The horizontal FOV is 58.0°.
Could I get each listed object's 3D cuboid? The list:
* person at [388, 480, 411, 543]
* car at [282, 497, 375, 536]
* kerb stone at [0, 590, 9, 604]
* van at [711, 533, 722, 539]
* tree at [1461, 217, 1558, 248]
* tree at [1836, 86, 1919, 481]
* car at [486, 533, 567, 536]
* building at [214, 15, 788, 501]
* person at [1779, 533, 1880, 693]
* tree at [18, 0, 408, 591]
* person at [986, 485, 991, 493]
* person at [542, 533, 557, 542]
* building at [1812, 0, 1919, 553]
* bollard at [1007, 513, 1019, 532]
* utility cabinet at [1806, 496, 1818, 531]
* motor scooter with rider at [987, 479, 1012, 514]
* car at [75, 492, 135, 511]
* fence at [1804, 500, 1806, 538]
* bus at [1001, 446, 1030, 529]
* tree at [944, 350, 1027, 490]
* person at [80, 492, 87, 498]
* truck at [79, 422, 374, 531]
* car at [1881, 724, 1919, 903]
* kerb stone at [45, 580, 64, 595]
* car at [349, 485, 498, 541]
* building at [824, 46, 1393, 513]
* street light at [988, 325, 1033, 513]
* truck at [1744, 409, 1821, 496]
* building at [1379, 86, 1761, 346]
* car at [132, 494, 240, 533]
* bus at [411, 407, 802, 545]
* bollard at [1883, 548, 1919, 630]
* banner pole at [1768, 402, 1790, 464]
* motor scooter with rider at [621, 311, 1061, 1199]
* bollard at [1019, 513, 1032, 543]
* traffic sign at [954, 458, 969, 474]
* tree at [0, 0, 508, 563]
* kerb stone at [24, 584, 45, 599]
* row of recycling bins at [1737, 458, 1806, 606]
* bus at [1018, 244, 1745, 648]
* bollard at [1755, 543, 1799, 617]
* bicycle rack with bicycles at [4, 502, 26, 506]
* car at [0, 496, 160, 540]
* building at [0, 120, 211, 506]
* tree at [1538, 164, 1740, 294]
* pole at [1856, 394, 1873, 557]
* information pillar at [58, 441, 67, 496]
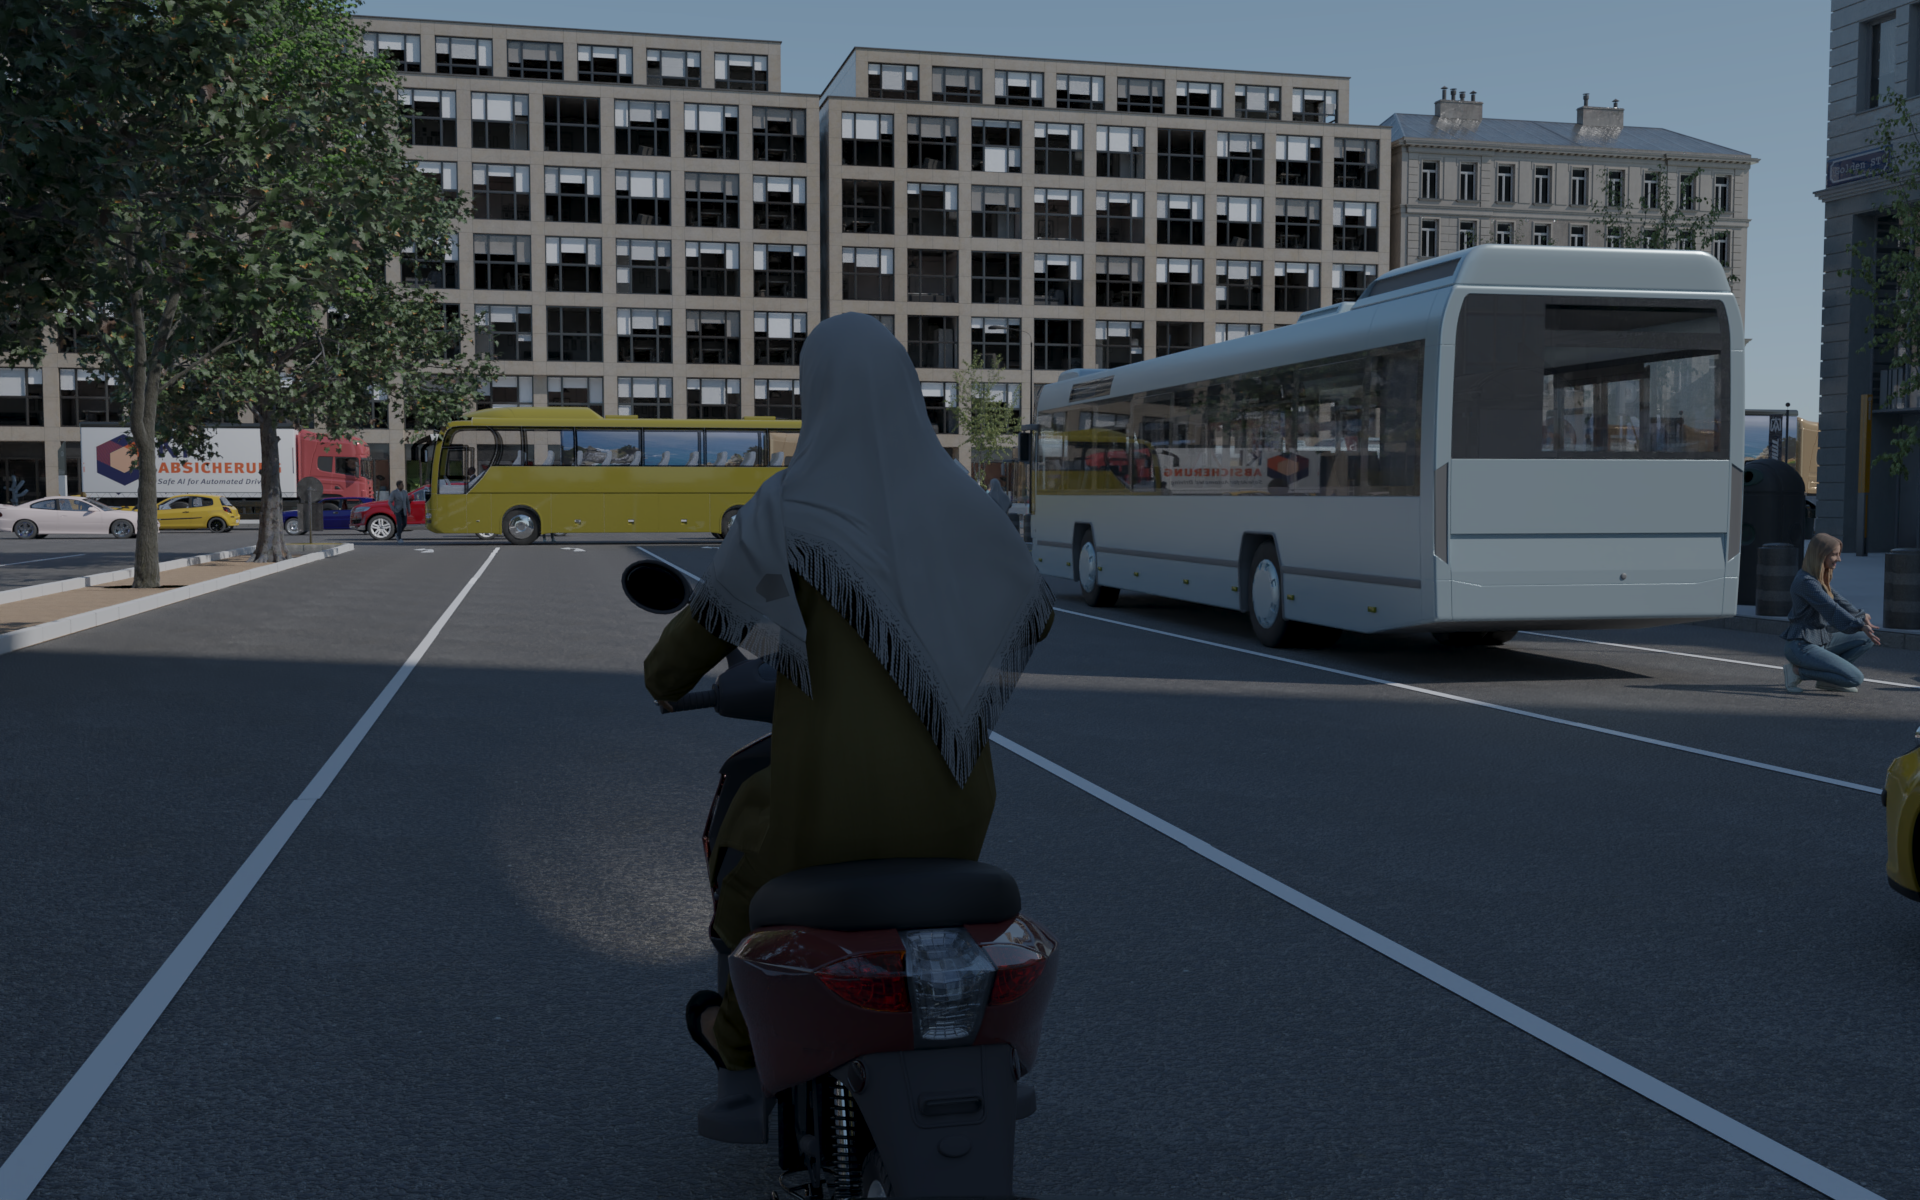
[{"bbox_3d":[-16.477,-2.599,50.835,0.795,1.843,0.661,3,5,44],"label":"person"},{"bbox_3d":[-22.010,-2.949,60.804,3.894,1.354,1.945,-1,4,-13],"label":"car"},{"bbox_3d":[-12.535,-0.032,22.725,0.120,0.150,1.000,-1,4,-14],"label":"kerb stone"},{"bbox_3d":[-6.354,-2.983,55.783,4.112,2.044,2.013,-1,4,-16],"label":"van"},{"bbox_3d":[14.109,-5.885,46.588,4.360,8.622,3.978,0,3,0],"label":"tree"},{"bbox_3d":[17.039,-4.848,29.624,4.737,8.622,4.395,0,3,0],"label":"tree"},{"bbox_3d":[-14.986,-2.835,58.925,3.894,1.354,1.945,-1,4,-15],"label":"car"},{"bbox_3d":[-26.539,-18.147,101.211,34.151,26.468,19.350,-1,4,-14],"label":"building"},{"bbox_3d":[6.362,0.091,12.508,0.738,1.151,1.012,3,5,40],"label":"person"},{"bbox_3d":[-12.196,-5.970,25.823,9.928,11.665,9.643,0,3,0],"label":"tree"},{"bbox_3d":[1.162,-4.033,74.298,0.748,1.841,0.638,1,4,17],"label":"person"},{"bbox_3d":[-12.351,-2.530,51.671,0.589,1.601,0.330,-2,4,-25],"label":"person"},{"bbox_3d":[27.701,-15.113,24.585,11.434,29.767,29.804,-1,4,-14],"label":"building"},{"bbox_3d":[1.453,-2.019,47.720,0.404,0.777,0.398,0,3,0],"label":"bollard"},{"bbox_3d":[26.501,-2.592,53.533,1.020,1.237,0.306,2,4,26],"label":"utility cabinet"},{"bbox_3d":[0.678,-1.537,34.091,0.876,1.779,1.986,-1,4,-15],"label":"motor scooter with rider"},{"bbox_3d":[-35.444,-3.798,72.318,3.980,1.641,2.015,-1,4,-15],"label":"car"},{"bbox_3d":[10.779,-0.735,23.219,2.264,1.192,0.480,-3,4,-37],"label":"fence"},{"bbox_3d":[7.414,-3.742,56.039,13.247,3.499,2.948,-1,4,-13],"label":"bus"},{"bbox_3d":[1.180,-8.502,89.371,4.737,8.622,4.395,0,3,0],"label":"tree"},{"bbox_3d":[-32.033,-3.191,63.212,0.480,1.512,0.613,1,4,21],"label":"person"},{"bbox_3d":[-28.822,-4.924,69.426,11.283,4.237,2.839,-1,4,-12],"label":"truck"},{"bbox_3d":[4.000,0.386,3.919,2.015,1.641,3.980,-1,4,-12],"label":"car"},{"bbox_3d":[-13.023,-0.154,24.721,0.120,0.150,1.000,-1,4,-14],"label":"kerb stone"},{"bbox_3d":[-16.452,-2.809,54.605,5.304,1.827,2.281,-1,4,-13],"label":"car"},{"bbox_3d":[7.009,-18.654,109.507,34.151,26.468,19.350,-1,4,-14],"label":"building"},{"bbox_3d":[1.447,-4.609,47.902,1.470,5.913,1.316,-1,4,-14],"label":"street light"},{"bbox_3d":[25.329,-4.238,58.207,11.283,4.237,2.839,-1,4,-14],"label":"truck"},{"bbox_3d":[36.982,-19.302,112.850,25.104,27.353,12.463,-1,4,-14],"label":"building"},{"bbox_3d":[-28.820,-3.293,64.063,3.980,1.641,2.015,-1,4,-12],"label":"car"},{"bbox_3d":[-9.309,-3.576,50.008,12.252,3.916,2.896,-1,4,-12],"label":"bus"},{"bbox_3d":[9.042,-0.111,16.532,0.404,0.777,0.398,0,3,0],"label":"bollard"},{"bbox_3d":[22.507,-3.521,47.582,0.401,3.779,0.863,-1,4,-21],"label":"banner pole"},{"bbox_3d":[-0.173,0.351,3.218,0.876,1.779,1.986,-1,4,-13],"label":"motor scooter with rider"},{"bbox_3d":[1.881,-1.912,45.979,0.404,0.777,0.398,0,3,0],"label":"bollard"},{"bbox_3d":[-0.130,-2.716,48.051,0.795,2.450,0.064,-1,4,-14],"label":"traffic sign"},{"bbox_3d":[-14.471,-7.132,36.079,9.611,12.733,9.660,0,3,0],"label":"tree"},{"bbox_3d":[-12.778,-0.093,23.723,0.120,0.150,1.000,-1,4,-14],"label":"kerb stone"},{"bbox_3d":[9.072,-0.879,21.479,1.069,1.692,3.534,-1,4,-14],"label":"row of recycling bins"},{"bbox_3d":[3.386,-1.502,19.413,2.948,3.499,13.247,-1,4,-12],"label":"bus"},{"bbox_3d":[8.618,-0.217,18.270,0.404,0.777,0.398,0,3,0],"label":"bollard"},{"bbox_3d":[-42.183,-3.987,78.571,2.852,0.926,2.925,0,4,-5],"label":"bicycle rack with bicycles"},{"bbox_3d":[-28.415,-2.656,55.789,4.827,1.381,2.083,-1,4,-15],"label":"car"},{"bbox_3d":[-60.651,-17.650,93.085,34.151,26.468,19.350,-1,4,-14],"label":"building"},{"bbox_3d":[14.975,-5.363,38.043,4.737,8.622,4.395,0,3,0],"label":"tree"},{"bbox_3d":[18.559,-2.550,35.543,0.158,3.312,0.155,0,3,0],"label":"pole"},{"bbox_3d":[-40.018,-5.254,77.260,0.504,3.616,0.183,2,4,29],"label":"information pillar"}]
